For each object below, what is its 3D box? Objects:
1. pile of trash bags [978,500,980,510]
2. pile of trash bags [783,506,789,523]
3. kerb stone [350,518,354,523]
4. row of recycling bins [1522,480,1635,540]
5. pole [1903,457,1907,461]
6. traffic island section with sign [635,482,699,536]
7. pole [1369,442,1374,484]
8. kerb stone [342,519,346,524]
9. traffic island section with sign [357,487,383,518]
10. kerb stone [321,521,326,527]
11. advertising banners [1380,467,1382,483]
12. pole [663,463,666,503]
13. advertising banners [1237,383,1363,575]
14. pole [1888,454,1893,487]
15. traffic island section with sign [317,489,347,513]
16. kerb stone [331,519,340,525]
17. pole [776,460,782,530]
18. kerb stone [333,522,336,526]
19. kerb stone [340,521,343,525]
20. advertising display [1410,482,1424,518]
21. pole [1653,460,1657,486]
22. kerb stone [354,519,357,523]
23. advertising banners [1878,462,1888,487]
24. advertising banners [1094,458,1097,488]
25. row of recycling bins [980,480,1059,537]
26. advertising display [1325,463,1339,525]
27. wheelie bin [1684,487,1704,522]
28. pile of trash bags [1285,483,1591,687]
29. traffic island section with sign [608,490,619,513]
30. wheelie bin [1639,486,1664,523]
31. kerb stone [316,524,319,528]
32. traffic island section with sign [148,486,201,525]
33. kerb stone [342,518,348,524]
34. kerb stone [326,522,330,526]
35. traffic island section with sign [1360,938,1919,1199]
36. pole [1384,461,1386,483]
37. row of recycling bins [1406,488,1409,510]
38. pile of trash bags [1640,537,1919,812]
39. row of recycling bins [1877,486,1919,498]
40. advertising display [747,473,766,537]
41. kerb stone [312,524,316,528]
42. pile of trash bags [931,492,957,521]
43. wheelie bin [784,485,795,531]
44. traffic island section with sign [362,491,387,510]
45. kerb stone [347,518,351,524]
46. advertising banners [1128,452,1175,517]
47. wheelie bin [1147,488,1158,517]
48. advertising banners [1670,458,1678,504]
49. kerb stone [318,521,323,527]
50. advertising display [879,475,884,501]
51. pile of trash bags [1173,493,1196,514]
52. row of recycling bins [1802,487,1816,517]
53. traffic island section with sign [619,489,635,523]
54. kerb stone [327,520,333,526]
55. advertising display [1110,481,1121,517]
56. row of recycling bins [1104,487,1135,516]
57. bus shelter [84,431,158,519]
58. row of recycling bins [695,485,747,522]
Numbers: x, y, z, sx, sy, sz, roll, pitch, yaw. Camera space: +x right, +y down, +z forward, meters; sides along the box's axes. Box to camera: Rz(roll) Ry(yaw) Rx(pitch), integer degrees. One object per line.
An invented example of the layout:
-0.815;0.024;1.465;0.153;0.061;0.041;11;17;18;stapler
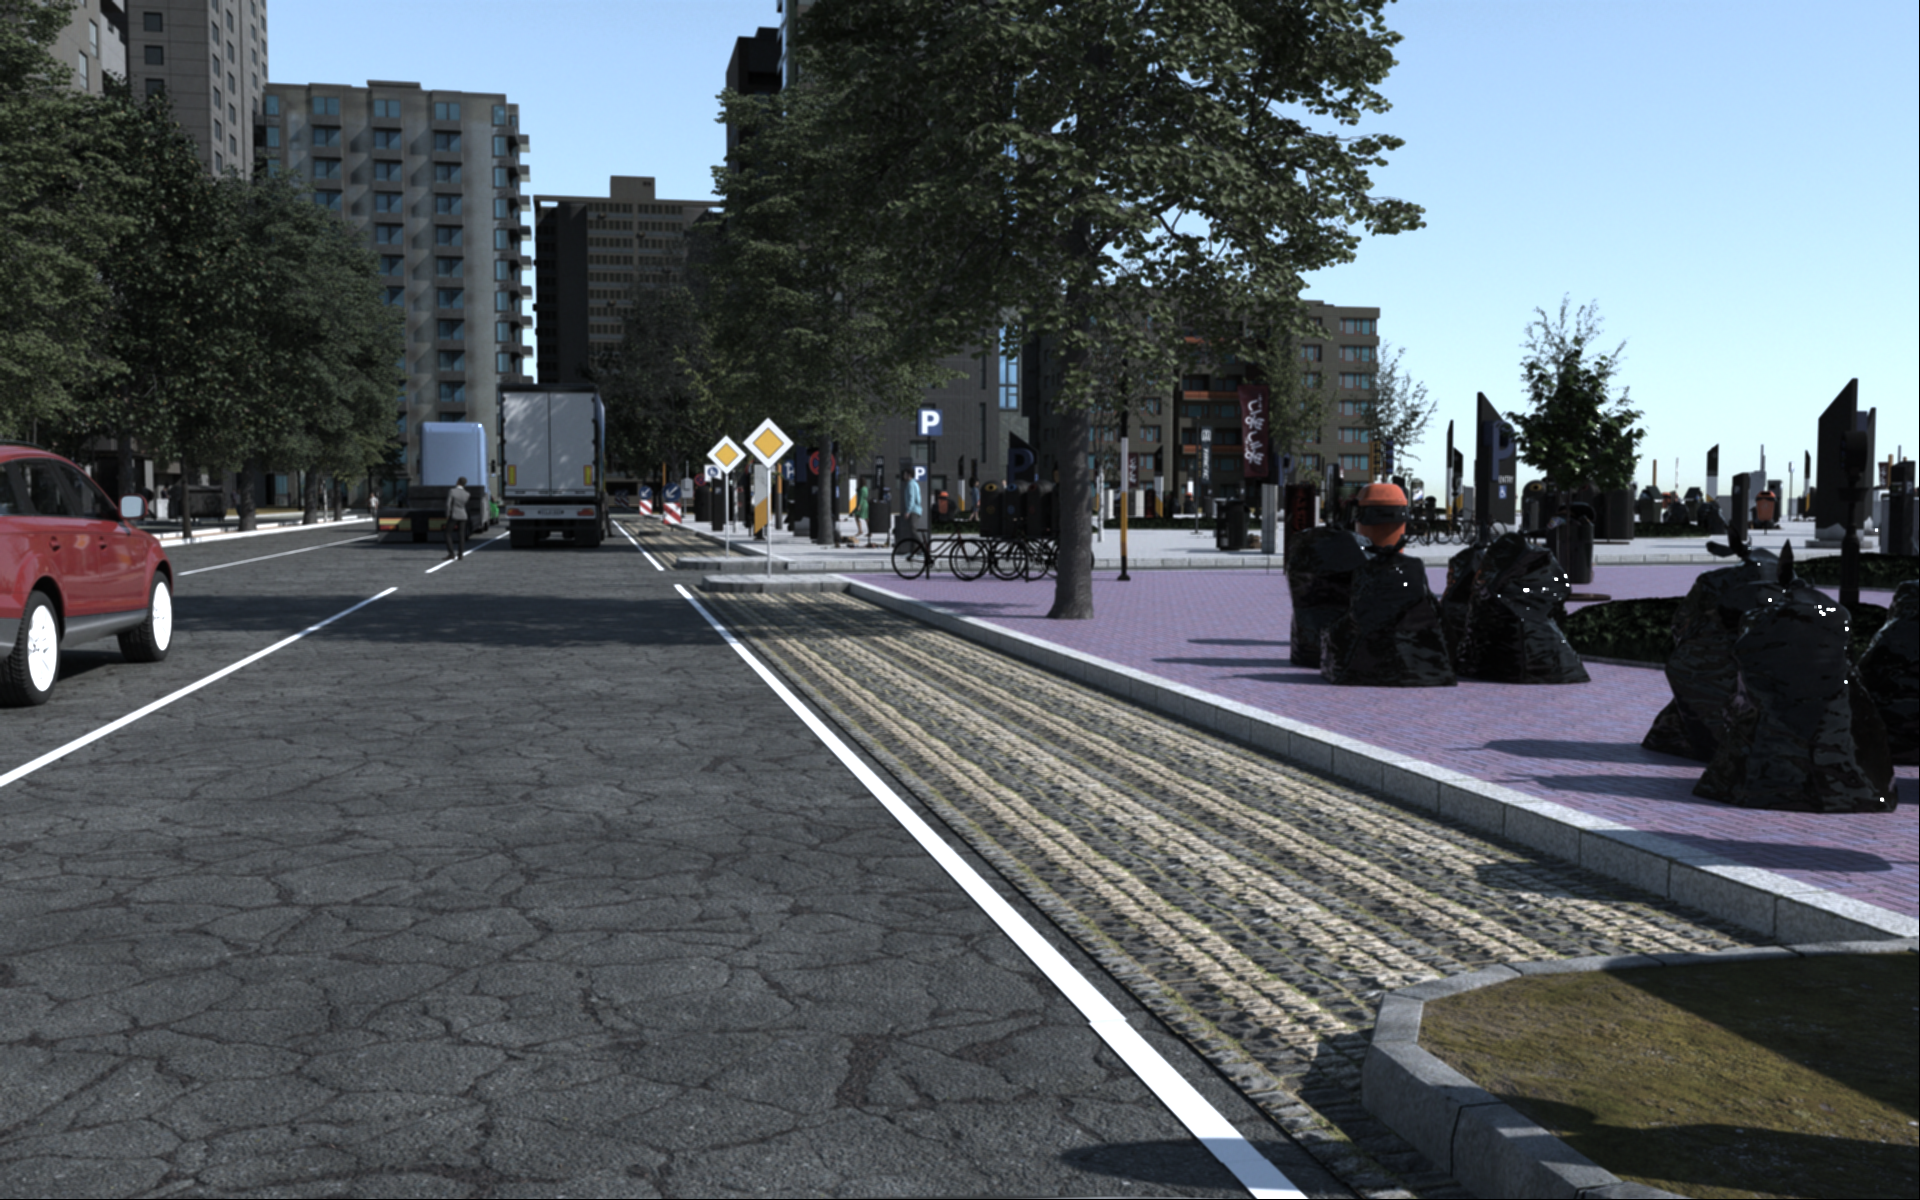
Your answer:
2.023;-5.048;92.294;3.447;1.369;1.912;-3;5;-43;pile of trash bags
-6.302;-4.013;75.366;1.912;1.369;3.447;-2;4;-29;pile of trash bags
-29.733;-3.797;84.284;0.120;0.150;1.000;-1;4;-12;kerb stone
17.801;-2.618;49.921;1.069;1.692;3.534;-3;4;-37;row of recycling bins
51.837;-6.193;95.099;0.158;3.312;0.155;0;3;0;pole
-10.098;-3.134;59.861;1.989;1.847;2.006;-1;4;-12;traffic island section with sign
16.167;-4.542;68.105;0.158;3.312;0.155;0;3;0;pole
-29.083;-3.614;81.282;0.120;0.150;1.000;-1;4;-12;kerb stone
-35.068;-5.865;104.029;2.006;1.907;1.989;-1;4;-12;traffic island section with sign
-27.791;-3.247;75.277;0.120;0.150;1.000;-1;4;-12;kerb stone
27.863;-7.115;112.510;2.074;3.025;0.090;-2;4;-34;advertising banners
-17.430;-6.620;102.080;0.158;3.312;0.155;0;3;0;pole
5.397;-1.904;27.326;2.074;3.025;0.090;1;4;10;advertising banners
47.790;-5.821;89.012;0.158;3.312;0.155;0;3;0;pole
-46.828;-7.367;129.085;1.989;1.847;2.006;-1;4;-12;traffic island section with sign
-28.651;-3.492;79.283;0.120;0.150;1.000;-1;4;-12;kerb stone
-6.505;-4.182;62.211;0.158;3.312;0.155;0;3;0;pole
-28.438;-3.428;78.281;0.120;0.150;1.000;-1;4;-12;kerb stone
-28.870;-3.553;80.282;0.120;0.150;1.000;-1;4;-12;kerb stone
23.470;-5.124;88.996;0.974;1.923;0.123;-3;5;-40;advertising display
41.125;-6.651;102.579;0.158;3.312;0.155;0;3;0;pole
-29.948;-3.851;85.292;0.120;0.150;1.000;-1;4;-12;kerb stone
51.009;-5.995;94.209;0.090;3.025;2.074;-3;5;-44;advertising banners
5.967;-5.330;83.340;2.074;3.025;0.090;2;4;25;advertising banners
2.024;-2.677;50.881;3.534;1.692;1.069;3;5;41;row of recycling bins
7.820;-1.908;36.407;0.123;1.923;0.974;0;4;3;advertising display
34.170;-4.449;80.651;0.693;1.594;0.980;-2;4;-24;wheelie bin
3.418;-0.207;13.135;1.912;1.369;3.447;0;4;3;pile of trash bags
-26.084;-7.671;134.042;1.989;1.847;2.006;-1;4;-12;traffic island section with sign
26.339;-3.557;66.065;0.980;1.594;0.693;-2;4;-32;wheelie bin
-27.356;-3.124;73.276;0.120;0.150;1.000;-1;4;-12;kerb stone
-36.247;-4.367;80.020;1.989;1.847;2.006;-1;4;-12;traffic island section with sign
-29.304;-3.673;82.281;0.120;0.150;1.000;-1;4;-12;kerb stone
-28.005;-3.308;76.281;0.120;0.150;1.000;-1;4;-12;kerb stone
1.994;0.297;3.776;1.989;1.847;2.006;-1;4;-12;traffic island section with sign
26.260;-6.928;107.122;0.158;3.312;0.155;0;3;0;pole
21.243;-4.965;88.287;3.534;1.692;1.069;-1;4;-13;row of recycling bins
4.010;0.157;7.188;1.912;1.369;3.447;1;4;15;pile of trash bags
46.577;-4.810;85.759;3.534;1.692;1.069;-1;4;-16;row of recycling bins
-6.108;-2.879;52.286;0.123;1.923;0.974;2;4;26;advertising display
-27.142;-3.063;72.276;0.120;0.150;1.000;-1;4;-12;kerb stone
-1.070;-4.035;75.721;1.912;1.369;3.447;-1;4;-15;pile of trash bags
-5.571;-3.157;59.524;0.980;1.594;0.693;1;4;13;wheelie bin
-52.506;-8.979;155.438;1.989;1.847;2.006;-1;4;-12;traffic island section with sign
-29.519;-3.736;83.282;0.120;0.150;1.000;-1;4;-12;kerb stone
7.998;-4.677;72.663;2.074;3.025;0.090;1;4;13;advertising banners
10.693;-5.404;96.268;0.980;1.594;0.693;2;4;30;wheelie bin
34.123;-5.294;82.741;0.090;3.025;2.074;2;4;31;advertising banners
-27.579;-3.185;74.273;0.120;0.150;1.000;-1;4;-12;kerb stone
-2.710;-3.333;59.705;0.123;1.923;0.974;0;4;-4;advertising display
14.256;-6.148;110.269;1.912;1.369;3.447;1;4;20;pile of trash bags
48.878;-5.465;96.462;3.534;1.692;1.069;2;4;34;row of recycling bins
-15.791;-4.748;86.251;1.989;1.847;2.006;-1;4;-12;traffic island section with sign
-28.221;-3.369;77.281;0.120;0.150;1.000;-1;4;-12;kerb stone
8.043;-5.063;87.987;0.974;1.923;0.123;3;4;39;advertising display
9.246;-5.743;101.018;1.069;1.692;3.534;-1;4;-19;row of recycling bins
-41.029;-6.499;83.898;2.179;5.291;8.768;-1;4;-12;bus shelter
-10.804;-4.499;80.664;3.534;1.692;1.069;-3;5;-42;row of recycling bins
